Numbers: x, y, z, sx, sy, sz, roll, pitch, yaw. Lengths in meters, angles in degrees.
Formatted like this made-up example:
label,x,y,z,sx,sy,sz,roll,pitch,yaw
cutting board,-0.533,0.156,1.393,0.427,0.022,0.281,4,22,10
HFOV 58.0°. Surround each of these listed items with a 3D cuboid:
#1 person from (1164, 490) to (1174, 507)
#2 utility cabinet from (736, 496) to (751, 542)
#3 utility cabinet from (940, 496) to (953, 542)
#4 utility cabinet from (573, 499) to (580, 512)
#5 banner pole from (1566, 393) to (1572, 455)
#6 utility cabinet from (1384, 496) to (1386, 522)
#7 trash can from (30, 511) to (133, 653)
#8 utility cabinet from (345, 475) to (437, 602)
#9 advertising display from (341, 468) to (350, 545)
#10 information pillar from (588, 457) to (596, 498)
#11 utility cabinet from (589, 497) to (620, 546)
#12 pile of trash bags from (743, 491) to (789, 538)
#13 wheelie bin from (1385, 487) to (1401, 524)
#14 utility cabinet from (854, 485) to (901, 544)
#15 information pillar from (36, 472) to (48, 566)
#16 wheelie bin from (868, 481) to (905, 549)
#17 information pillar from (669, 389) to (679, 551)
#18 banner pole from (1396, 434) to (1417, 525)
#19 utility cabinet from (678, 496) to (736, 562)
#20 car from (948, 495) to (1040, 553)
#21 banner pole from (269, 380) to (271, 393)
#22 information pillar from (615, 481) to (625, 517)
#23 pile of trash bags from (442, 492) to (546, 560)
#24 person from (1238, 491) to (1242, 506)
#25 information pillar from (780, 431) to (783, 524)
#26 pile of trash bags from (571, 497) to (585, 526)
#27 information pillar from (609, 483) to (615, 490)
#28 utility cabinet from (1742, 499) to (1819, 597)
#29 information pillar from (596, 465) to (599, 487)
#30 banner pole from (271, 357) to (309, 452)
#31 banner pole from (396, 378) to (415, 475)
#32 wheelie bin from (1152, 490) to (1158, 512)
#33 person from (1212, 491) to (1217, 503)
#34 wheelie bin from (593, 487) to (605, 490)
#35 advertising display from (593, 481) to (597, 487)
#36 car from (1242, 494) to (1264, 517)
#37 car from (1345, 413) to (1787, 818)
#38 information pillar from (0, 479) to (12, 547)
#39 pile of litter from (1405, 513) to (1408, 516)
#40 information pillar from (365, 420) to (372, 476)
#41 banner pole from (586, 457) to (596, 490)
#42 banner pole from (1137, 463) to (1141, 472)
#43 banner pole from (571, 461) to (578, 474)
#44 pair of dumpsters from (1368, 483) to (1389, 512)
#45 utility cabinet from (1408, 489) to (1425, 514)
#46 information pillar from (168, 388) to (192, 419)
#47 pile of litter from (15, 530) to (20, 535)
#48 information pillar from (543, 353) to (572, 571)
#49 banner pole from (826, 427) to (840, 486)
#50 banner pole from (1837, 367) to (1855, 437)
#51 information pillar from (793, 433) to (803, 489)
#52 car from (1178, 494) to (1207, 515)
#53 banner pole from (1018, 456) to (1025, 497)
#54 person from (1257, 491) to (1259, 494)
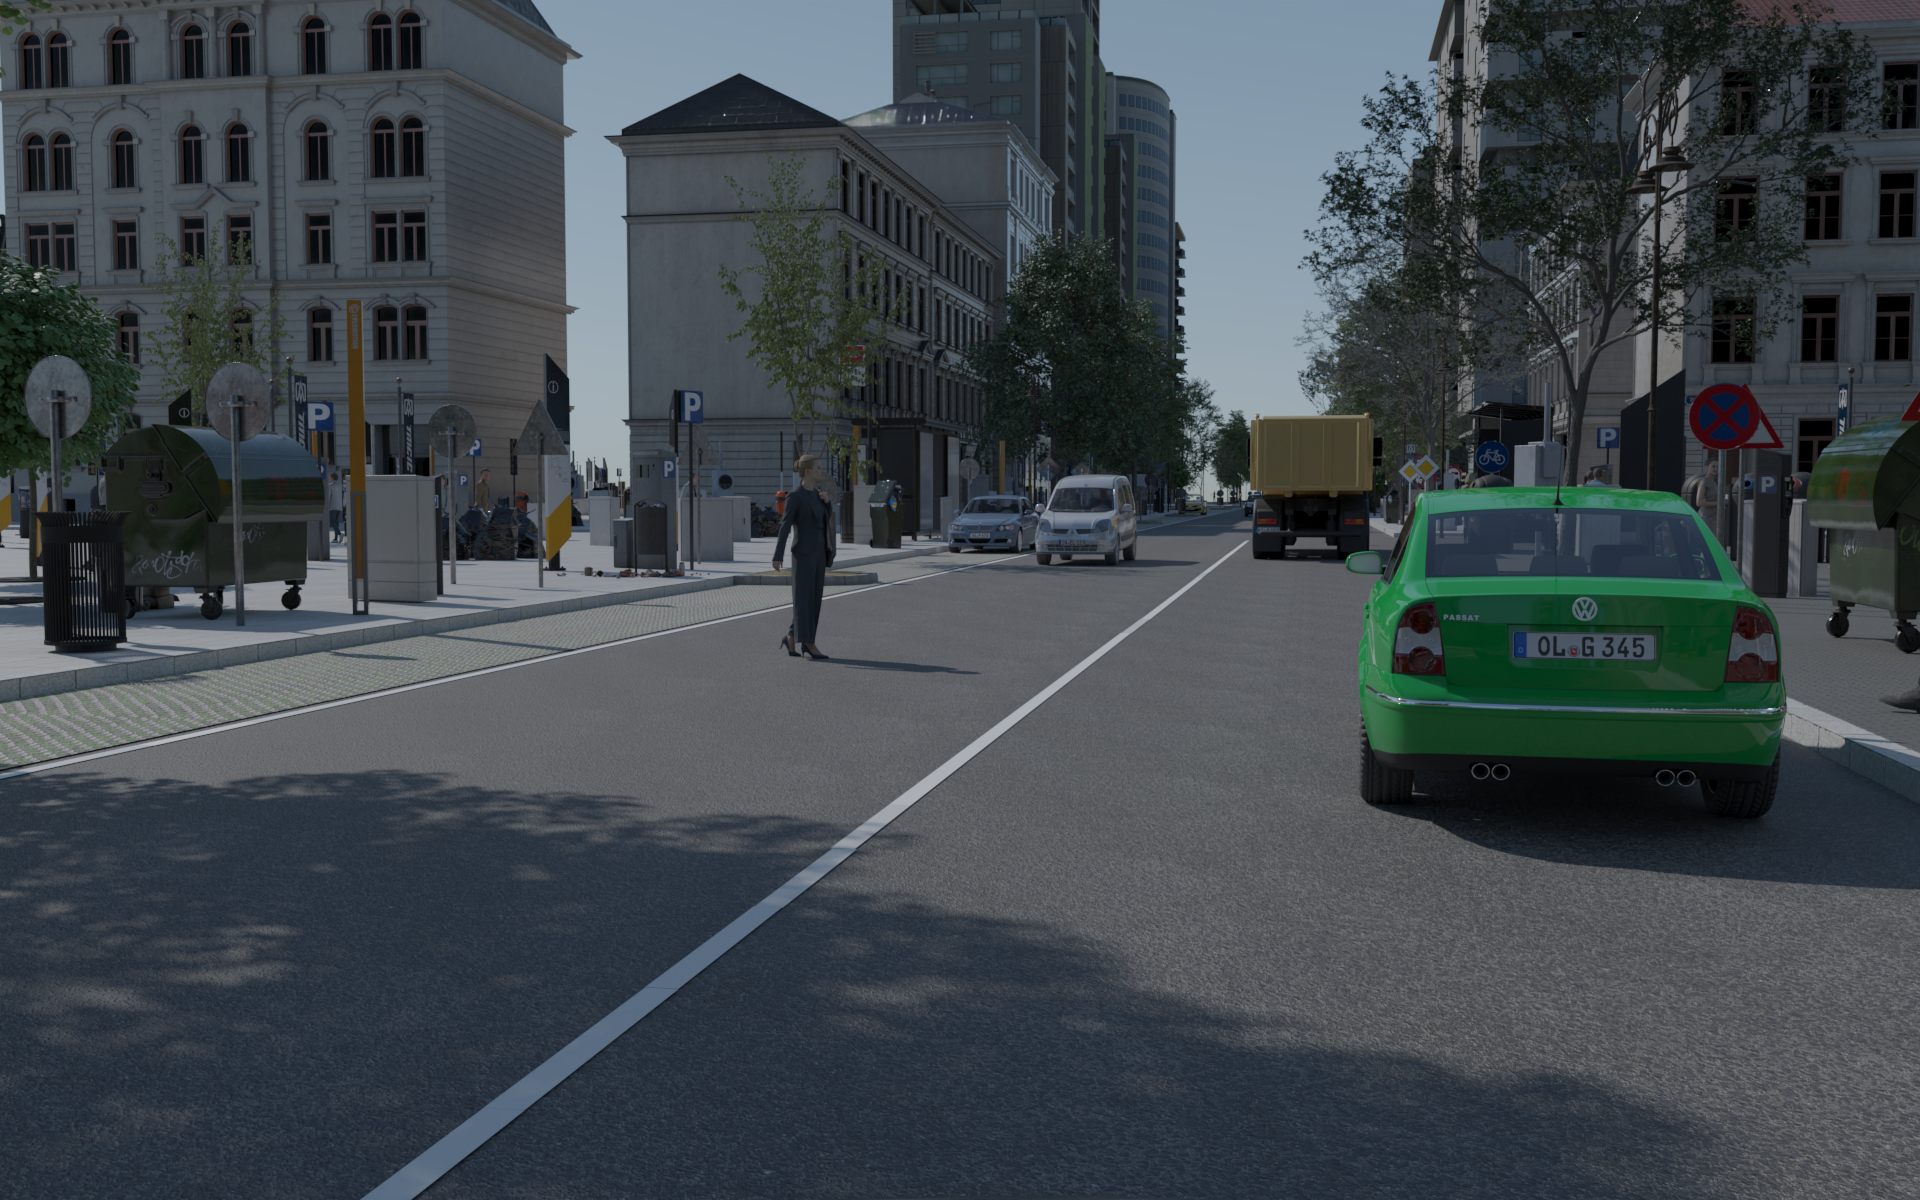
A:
label,x,y,z,sx,sy,sz,roll,pitch,yaw
person,20.730,-10.088,171.699,1.217,1.743,0.721,3,5,43
utility cabinet,-6.036,-2.173,46.687,0.306,1.237,1.020,2,4,27
utility cabinet,-0.364,-2.179,46.785,0.306,1.237,1.020,0,4,-4
utility cabinet,-24.014,-6.120,108.739,0.318,1.500,1.173,-2,4,-25
banner pole,13.608,-2.982,38.776,0.401,3.779,0.863,1,4,15
utility cabinet,19.936,-4.252,80.674,0.306,1.237,1.020,1,4,20
trash can,-7.172,-0.155,14.182,0.748,1.137,0.748,0,3,0
utility cabinet,-6.785,-0.734,20.681,1.173,1.500,0.318,2,4,29
advertising display,-15.261,-2.322,43.176,0.123,1.923,0.974,-2,4,-28
information pillar,-23.587,-7.286,110.485,0.183,3.616,0.504,-3,5,-42
utility cabinet,-8.794,-1.942,42.911,0.306,1.237,1.020,-3,5,-42
pile of trash bags,-6.076,-2.586,52.037,1.912,1.369,3.447,2,4,26
wheelie bin,18.850,-4.128,75.395,0.693,1.594,0.980,1,4,13
utility cabinet,-2.095,-2.162,44.030,1.173,1.500,0.318,0,4,3
information pillar,-16.459,-2.420,30.924,0.183,3.616,0.504,0,4,-8
wheelie bin,-1.739,-2.018,40.896,0.980,1.594,0.693,3,5,44
information pillar,-6.433,-2.913,38.986,0.183,3.616,0.504,-2,4,-23
banner pole,18.698,-5.043,72.465,0.863,3.779,0.401,3,4,38
utility cabinet,-4.871,-1.347,33.183,1.020,1.237,0.306,-1,4,-20
car,0.930,-1.917,43.353,2.014,1.417,4.499,1,4,12
banner pole,-15.282,-2.936,38.026,0.863,3.779,0.401,0,4,5
information pillar,-19.338,-5.783,99.041,0.304,2.012,0.304,3,5,41
pile of trash bags,-9.541,-1.458,33.584,1.912,1.369,3.447,1,4,16
person,32.544,-11.754,201.391,0.721,1.736,1.217,2,4,23
information pillar,-6.666,-4.487,64.723,0.183,3.616,0.504,0,4,-7
pile of trash bags,-16.393,-3.573,68.174,1.912,1.369,3.447,1,4,21
information pillar,-22.216,-6.500,110.766,0.304,2.012,0.304,2,4,25
utility cabinet,10.453,-0.671,22.133,0.306,1.237,1.020,-1,4,-20
information pillar,-27.915,-8.679,133.263,0.183,3.616,0.504,3,5,45
banner pole,-12.235,-2.568,32.010,0.401,3.779,0.863,0,4,8
banner pole,-12.023,-2.910,37.593,0.401,3.779,0.863,1,4,10
wheelie bin,14.031,-7.057,123.294,0.693,1.594,0.980,1,4,10
person,37.634,-15.279,256.541,1.217,1.739,0.721,3,4,36
wheelie bin,-16.943,-4.498,81.446,0.693,1.594,0.980,3,5,41
advertising display,-18.774,-5.137,89.206,0.123,1.923,0.974,-1,4,-8
car,19.000,-6.146,110.280,2.009,1.686,4.222,1,4,9
car,3.036,-0.023,9.175,1.959,1.807,4.718,1,4,13
information pillar,-23.111,-3.073,41.604,0.504,3.616,0.183,-2,4,-32
pile of litter,26.253,-5.452,103.105,1.176,0.858,1.719,1,4,19
information pillar,-16.769,-3.504,48.645,0.504,3.616,0.183,0,4,-7
banner pole,-24.703,-7.716,116.175,0.863,3.779,0.401,-3,4,-36
banner pole,13.144,-8.418,127.649,0.863,3.779,0.401,-3,5,-43
banner pole,-29.531,-8.730,132.756,0.863,3.779,0.401,-2,4,-33
pair of dumpsters,29.279,-7.227,120.654,1.574,2.255,4.437,1,4,11
utility cabinet,21.897,-4.547,83.022,0.318,1.500,1.173,-1,4,-14
information pillar,-17.130,-2.862,38.156,0.504,3.616,0.183,-1,4,-17
pile of litter,-28.631,-2.460,54.188,1.719,0.858,1.176,-2,4,-33
information pillar,-6.737,-2.299,28.946,0.183,3.616,0.504,3,5,40
banner pole,-4.767,-4.573,64.786,0.401,3.779,0.863,3,5,44
banner pole,17.610,-2.721,34.498,0.401,3.779,0.863,0,4,7
information pillar,-6.199,-4.588,66.369,0.183,3.616,0.504,3,4,38
car,15.674,-6.512,116.698,2.015,1.641,3.980,1,4,12
banner pole,2.988,-5.696,83.149,0.401,3.779,0.863,2,4,32
person,29.629,-10.042,172.560,0.599,1.838,0.709,-1,4,-19
